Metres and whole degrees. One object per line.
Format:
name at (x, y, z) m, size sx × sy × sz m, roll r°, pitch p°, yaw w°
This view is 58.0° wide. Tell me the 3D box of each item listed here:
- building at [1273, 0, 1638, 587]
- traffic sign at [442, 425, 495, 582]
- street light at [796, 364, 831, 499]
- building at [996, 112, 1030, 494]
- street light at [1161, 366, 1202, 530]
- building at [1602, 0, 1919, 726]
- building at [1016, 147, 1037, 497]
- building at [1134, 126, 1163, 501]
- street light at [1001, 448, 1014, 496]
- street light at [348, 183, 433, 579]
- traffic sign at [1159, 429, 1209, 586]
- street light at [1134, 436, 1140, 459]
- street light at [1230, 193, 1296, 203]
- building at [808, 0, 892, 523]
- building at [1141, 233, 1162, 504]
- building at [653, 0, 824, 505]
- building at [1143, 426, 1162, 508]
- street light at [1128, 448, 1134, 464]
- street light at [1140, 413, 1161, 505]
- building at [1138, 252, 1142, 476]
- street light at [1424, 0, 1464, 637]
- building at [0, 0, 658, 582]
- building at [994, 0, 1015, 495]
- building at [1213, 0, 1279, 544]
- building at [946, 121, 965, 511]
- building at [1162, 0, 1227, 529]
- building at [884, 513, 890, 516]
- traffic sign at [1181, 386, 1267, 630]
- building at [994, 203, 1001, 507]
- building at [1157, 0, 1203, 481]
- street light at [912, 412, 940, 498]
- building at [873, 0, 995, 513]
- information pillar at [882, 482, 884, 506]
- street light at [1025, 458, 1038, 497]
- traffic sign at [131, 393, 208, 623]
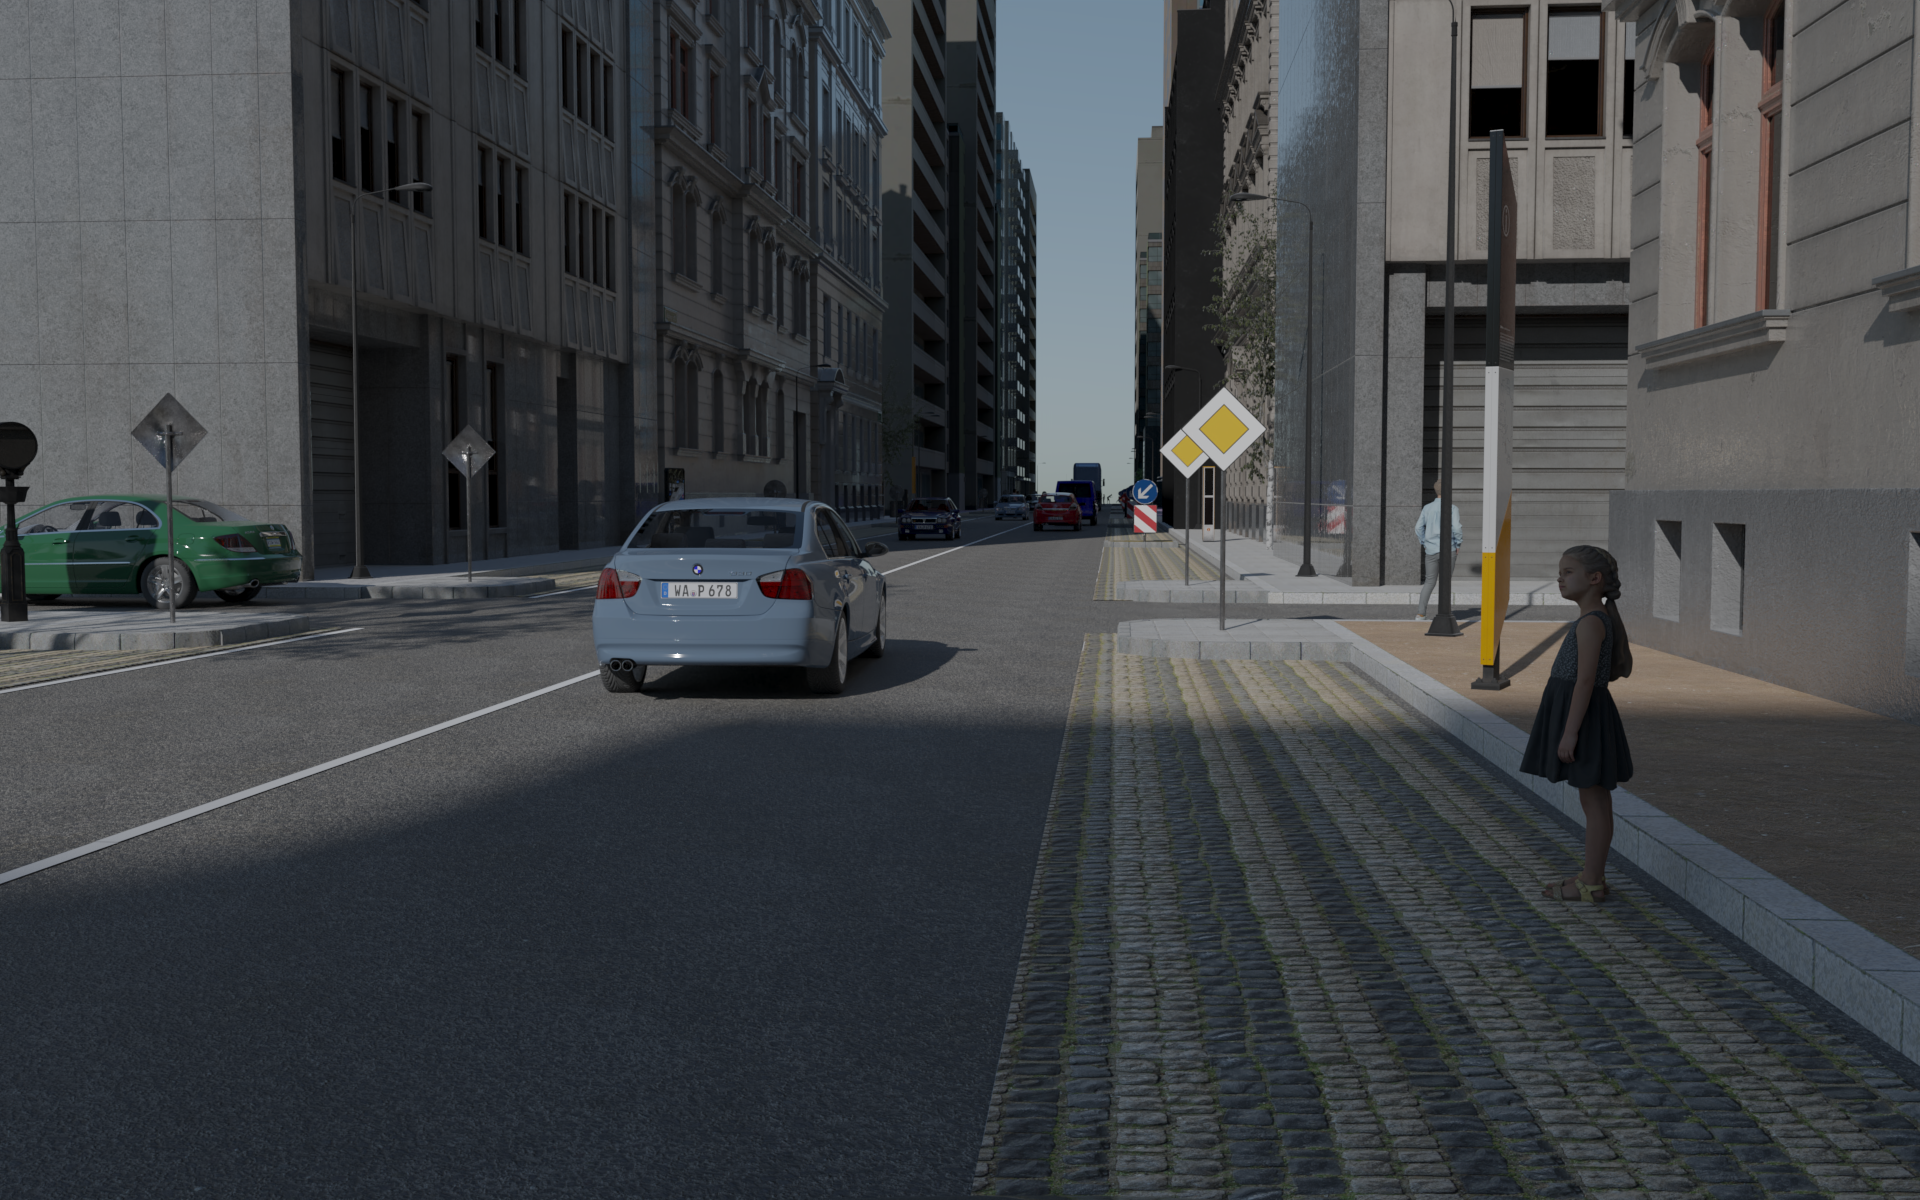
building at (15.862, -12.863, 28.329) m, size 19.932 × 24.808 × 12.078 m, roll 0°, pitch 4°, yaw 5°
traffic sign at (-7.126, -1.315, 25.138) m, size 0.795 × 2.450 × 0.064 m, roll 0°, pitch 4°, yaw 5°
street light at (-5.293, -5.468, 61.935) m, size 1.470 × 5.913 × 1.316 m, roll 0°, pitch 4°, yaw 5°
building at (-3.295, -36.705, 219.728) m, size 23.786 × 49.044 × 30.456 m, roll 0°, pitch 4°, yaw 5°
street light at (8.117, -5.512, 62.666) m, size 1.470 × 5.913 × 1.316 m, roll 0°, pitch 4°, yaw 5°
building at (11.050, -13.199, 3.189) m, size 14.401 × 28.519 × 23.554 m, roll 0°, pitch 4°, yaw 5°
building at (-0.297, -38.034, 245.559) m, size 21.300 × 48.544 × 21.600 m, roll 0°, pitch 4°, yaw 5°
building at (33.398, -36.689, 223.571) m, size 21.300 × 48.544 × 21.600 m, roll 0°, pitch 4°, yaw 5°
street light at (4.683, -12.333, 174.188) m, size 1.470 × 5.913 × 1.316 m, roll 0°, pitch 4°, yaw 5°
street light at (-8.563, -3.273, 26.060) m, size 1.470 × 5.913 × 1.316 m, roll 0°, pitch 4°, yaw 5°
traffic sign at (3.175, -1.257, 24.202) m, size 0.795 × 2.450 × 0.064 m, roll 0°, pitch 4°, yaw 5°
street light at (14.907, -10.177, 138.939) m, size 1.470 × 5.913 × 1.316 m, roll 0°, pitch 4°, yaw 5°
street light at (4.859, -3.320, 26.830) m, size 1.470 × 5.913 × 1.316 m, roll 0°, pitch 4°, yaw 5°
building at (-10.955, -17.926, 79.001) m, size 13.634 × 28.700 × 20.117 m, roll 0°, pitch 4°, yaw 5°
building at (27.676, -25.717, 192.180) m, size 14.160 × 30.474 × 14.107 m, roll 0°, pitch 4°, yaw 5°
building at (-12.900, -16.458, 56.482) m, size 14.401 × 28.519 × 23.554 m, roll 0°, pitch 4°, yaw 5°
building at (28.165, -51.542, 155.382) m, size 22.319 × 86.520 × 31.000 m, roll 0°, pitch 4°, yaw 5°
street light at (18.999, -13.036, 185.683) m, size 1.470 × 5.913 × 1.316 m, roll 0°, pitch 4°, yaw 5°
street light at (11.651, -7.985, 103.103) m, size 1.470 × 5.913 × 1.316 m, roll 0°, pitch 4°, yaw 5°
building at (28.314, -26.603, 206.660) m, size 14.160 × 30.474 × 14.107 m, roll 0°, pitch 4°, yaw 5°
street light at (3.852, -2.633, 15.585) m, size 1.470 × 5.913 × 1.316 m, roll 0°, pitch 4°, yaw 5°
building at (-14.704, -13.269, 34.968) m, size 12.078 × 24.808 × 19.932 m, roll 0°, pitch 4°, yaw 5°
building at (-4.268, -46.196, 193.552) m, size 20.563 × 71.187 × 20.611 m, roll 0°, pitch 4°, yaw 5°
building at (13.344, -13.632, 51.762) m, size 11.050 × 23.489 × 19.941 m, roll 0°, pitch 4°, yaw 5°
building at (-7.224, -21.895, 129.682) m, size 14.160 × 30.474 × 14.107 m, roll 0°, pitch 4°, yaw 5°
building at (14.600, -14.673, 69.578) m, size 12.332 × 23.373 × 15.834 m, roll 0°, pitch 4°, yaw 5°
building at (-12.481, -29.832, 111.460) m, size 21.300 × 48.544 × 21.600 m, roll 0°, pitch 4°, yaw 5°
traffic sign at (2.466, -0.771, 16.248) m, size 0.795 × 2.450 × 0.064 m, roll 0°, pitch 4°, yaw 5°
building at (-3.537, -24.098, 165.695) m, size 14.160 × 30.474 × 14.107 m, roll 0°, pitch 4°, yaw 5°
building at (22.839, -29.624, 134.466) m, size 14.600 × 45.320 × 14.200 m, roll 0°, pitch 4°, yaw 5°
street light at (-1.863, -7.878, 101.348) m, size 1.470 × 5.913 × 1.316 m, roll 0°, pitch 4°, yaw 5°
building at (-8.393, -32.019, 147.211) m, size 21.300 × 48.544 × 21.600 m, roll 0°, pitch 4°, yaw 5°
information pillar at (-4.368, -5.609, 96.200) m, size 0.304 × 2.012 × 0.304 m, roll -1°, pitch 4°, yaw -12°
street light at (8.862, -15.146, 220.170) m, size 1.470 × 5.913 × 1.316 m, roll 0°, pitch 4°, yaw 5°
traffic sign at (-7.836, -0.828, 17.184) m, size 0.795 × 2.450 × 0.064 m, roll 0°, pitch 4°, yaw 5°
